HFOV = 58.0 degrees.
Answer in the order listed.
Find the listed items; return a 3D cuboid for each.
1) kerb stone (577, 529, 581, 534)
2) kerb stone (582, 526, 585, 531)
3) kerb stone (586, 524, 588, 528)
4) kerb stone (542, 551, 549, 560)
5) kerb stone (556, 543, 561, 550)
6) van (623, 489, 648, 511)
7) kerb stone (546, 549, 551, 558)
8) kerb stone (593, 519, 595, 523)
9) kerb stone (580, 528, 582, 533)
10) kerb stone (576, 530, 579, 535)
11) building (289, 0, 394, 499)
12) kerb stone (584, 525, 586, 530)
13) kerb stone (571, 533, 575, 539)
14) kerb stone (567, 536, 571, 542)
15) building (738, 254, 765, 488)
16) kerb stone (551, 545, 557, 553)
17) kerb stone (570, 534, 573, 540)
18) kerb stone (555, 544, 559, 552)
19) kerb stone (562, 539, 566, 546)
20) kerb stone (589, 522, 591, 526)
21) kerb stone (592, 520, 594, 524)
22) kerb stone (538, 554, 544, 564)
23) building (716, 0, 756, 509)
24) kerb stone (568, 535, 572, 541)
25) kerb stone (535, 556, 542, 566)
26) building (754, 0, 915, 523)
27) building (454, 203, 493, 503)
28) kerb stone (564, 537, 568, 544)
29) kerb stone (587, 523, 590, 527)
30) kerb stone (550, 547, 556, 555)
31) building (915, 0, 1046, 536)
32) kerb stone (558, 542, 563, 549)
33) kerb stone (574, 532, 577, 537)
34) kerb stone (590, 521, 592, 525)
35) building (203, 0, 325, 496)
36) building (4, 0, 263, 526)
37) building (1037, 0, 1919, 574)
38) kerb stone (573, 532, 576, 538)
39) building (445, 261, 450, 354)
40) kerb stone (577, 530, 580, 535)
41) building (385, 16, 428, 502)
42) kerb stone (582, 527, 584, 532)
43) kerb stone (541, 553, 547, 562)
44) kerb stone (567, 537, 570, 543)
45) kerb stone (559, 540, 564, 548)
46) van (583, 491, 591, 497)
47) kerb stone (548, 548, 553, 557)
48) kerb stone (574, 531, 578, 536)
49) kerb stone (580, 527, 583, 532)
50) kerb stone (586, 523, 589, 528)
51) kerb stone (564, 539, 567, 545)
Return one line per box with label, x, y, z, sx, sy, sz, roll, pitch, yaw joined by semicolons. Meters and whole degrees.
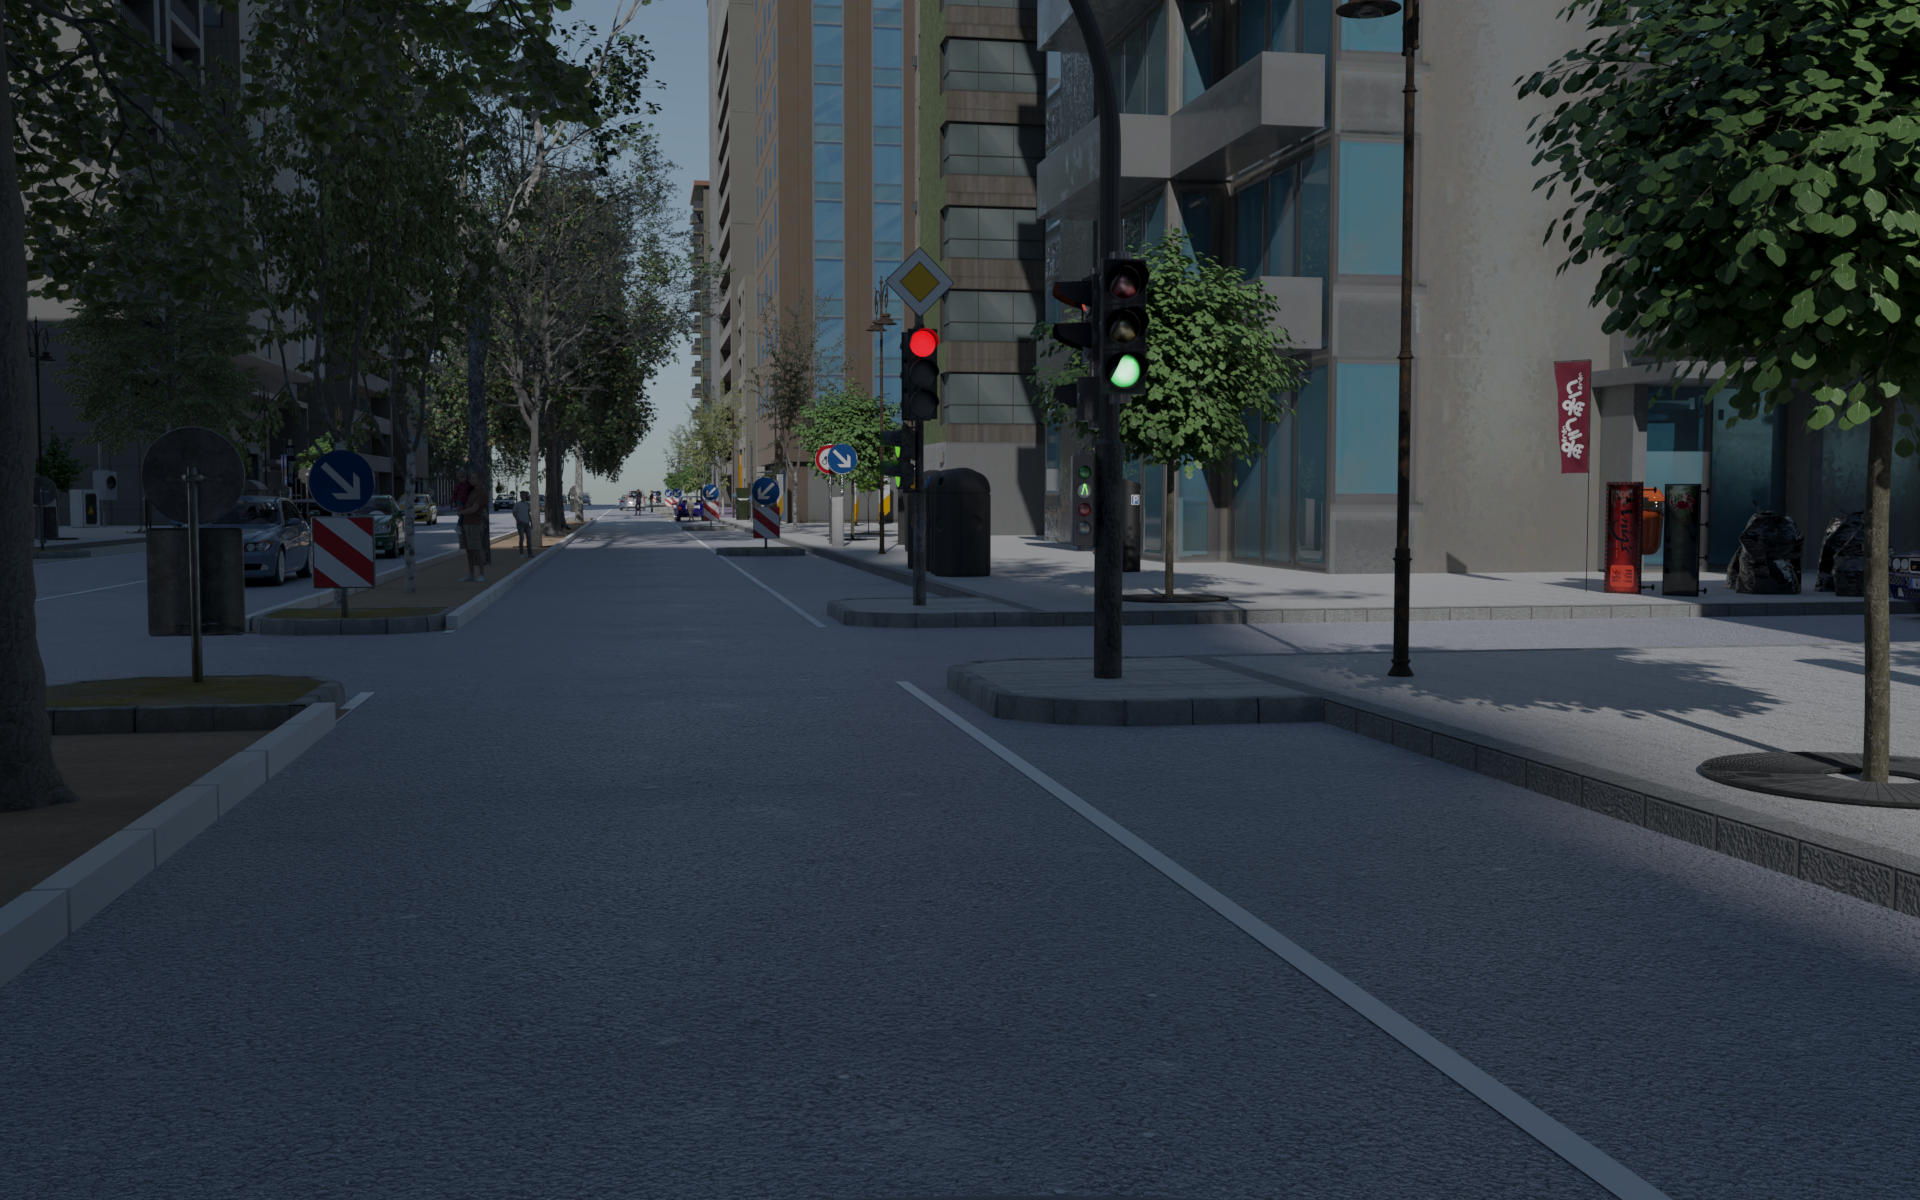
kerb stone;-13.086;-2.252;59.021;0.120;0.150;1.000;-1;4;-11
kerb stone;-14.047;-2.558;64.061;0.120;0.150;1.000;-1;4;-11
kerb stone;-15.011;-2.860;69.095;0.120;0.150;1.000;-1;4;-11
kerb stone;-8.875;-0.893;36.844;0.120;0.150;1.000;-1;4;-11
kerb stone;-10.036;-1.265;42.886;0.120;0.150;1.000;-1;4;-11
van;-27.437;-8.527;146.433;2.013;2.044;4.112;-1;4;-11
kerb stone;-9.073;-0.958;37.852;0.120;0.150;1.000;-1;4;-11
kerb stone;-17.299;-3.608;81.187;0.120;0.150;1.000;-1;4;-11
kerb stone;-13.473;-2.373;61.028;0.120;0.150;1.000;-1;4;-11
kerb stone;-12.709;-2.129;57.004;0.120;0.150;1.000;-1;4;-11
building;-54.016;-30.691;125.497;21.300;48.544;21.600;-1;4;-11
kerb stone;-14.430;-2.684;66.074;0.120;0.150;1.000;-1;4;-11
kerb stone;-11.947;-1.883;52.979;0.120;0.150;1.000;-1;4;-11
kerb stone;-11.372;-1.698;49.954;0.120;0.150;1.000;-1;4;-11
building;-2.301;-17.657;133.730;27.650;21.520;28.899;-1;4;-11
kerb stone;-9.648;-1.142;40.876;0.120;0.150;1.000;-1;4;-11
kerb stone;-11.755;-1.818;51.971;0.120;0.150;1.000;-1;4;-11
kerb stone;-9.836;-1.204;41.881;0.120;0.150;1.000;-1;4;-11
kerb stone;-10.595;-1.451;45.925;0.120;0.150;1.000;-1;4;-11
kerb stone;-15.766;-3.115;73.124;0.120;0.150;1.000;-1;4;-11
kerb stone;-16.726;-3.418;78.170;0.120;0.150;1.000;-1;4;-11
kerb stone;-8.500;-0.773;34.829;0.120;0.150;1.000;-1;4;-11
building;-10.667;-32.616;156.973;21.300;48.544;21.600;-1;4;-11
kerb stone;-11.561;-1.760;50.967;0.120;0.150;1.000;-1;4;-11
kerb stone;-8.309;-0.711;33.818;0.120;0.150;1.000;-1;4;-11
building;-2.366;-26.442;82.438;14.600;45.320;14.200;-1;4;-11
building;-71.206;-33.666;234.038;14.154;41.232;14.086;-1;4;-11
kerb stone;-10.987;-1.574;47.934;0.120;0.150;1.000;-1;4;-11
kerb stone;-15.381;-2.992;71.116;0.120;0.150;1.000;-1;4;-11
kerb stone;-9.449;-1.081;39.872;0.120;0.150;1.000;-1;4;-11
building;5.191;-17.653;60.330;14.160;30.474;14.107;-1;4;-11
kerb stone;-10.221;-1.323;43.899;0.120;0.150;1.000;-1;4;-11
kerb stone;-12.329;-2.003;54.989;0.120;0.150;1.000;-1;4;-11
kerb stone;-16.151;-3.238;75.133;0.120;0.150;1.000;-1;4;-11
building;-53.199;-31.275;100.586;28.713;52.752;27.495;-1;4;-11
building;-43.314;-39.030;76.391;20.563;71.187;20.611;-1;4;-11
building;16.640;-25.583;37.896;30.456;49.044;23.786;-1;4;-11
kerb stone;-12.137;-1.944;53.985;0.120;0.150;1.000;-1;4;-11
building;-75.812;-31.886;213.221;32.217;40.220;23.993;-1;4;-11
kerb stone;-12.898;-2.190;58.010;0.120;0.150;1.000;-1;4;-11
building;-52.583;-30.210;144.052;14.600;45.320;14.200;-1;4;-11
kerb stone;-13.856;-2.499;63.046;0.120;0.150;1.000;-1;4;-11
kerb stone;-8.691;-0.832;35.839;0.120;0.150;1.000;-1;4;-11
kerb stone;-11.180;-1.636;48.938;0.120;0.150;1.000;-1;4;-11
kerb stone;-10.410;-1.389;44.910;0.120;0.150;1.000;-1;4;-11
van;-52.326;-14.313;241.025;2.013;2.044;4.112;-1;4;-9
kerb stone;-9.264;-1.017;38.856;0.120;0.150;1.000;-1;4;-11
kerb stone;-12.522;-2.067;55.997;0.120;0.150;1.000;-1;4;-11
kerb stone;-13.664;-2.437;62.033;0.120;0.150;1.000;-1;4;-11
kerb stone;-15.196;-2.925;70.111;0.120;0.150;1.000;-1;4;-11
kerb stone;-10.800;-1.510;46.927;0.120;0.150;1.000;-1;4;-11
